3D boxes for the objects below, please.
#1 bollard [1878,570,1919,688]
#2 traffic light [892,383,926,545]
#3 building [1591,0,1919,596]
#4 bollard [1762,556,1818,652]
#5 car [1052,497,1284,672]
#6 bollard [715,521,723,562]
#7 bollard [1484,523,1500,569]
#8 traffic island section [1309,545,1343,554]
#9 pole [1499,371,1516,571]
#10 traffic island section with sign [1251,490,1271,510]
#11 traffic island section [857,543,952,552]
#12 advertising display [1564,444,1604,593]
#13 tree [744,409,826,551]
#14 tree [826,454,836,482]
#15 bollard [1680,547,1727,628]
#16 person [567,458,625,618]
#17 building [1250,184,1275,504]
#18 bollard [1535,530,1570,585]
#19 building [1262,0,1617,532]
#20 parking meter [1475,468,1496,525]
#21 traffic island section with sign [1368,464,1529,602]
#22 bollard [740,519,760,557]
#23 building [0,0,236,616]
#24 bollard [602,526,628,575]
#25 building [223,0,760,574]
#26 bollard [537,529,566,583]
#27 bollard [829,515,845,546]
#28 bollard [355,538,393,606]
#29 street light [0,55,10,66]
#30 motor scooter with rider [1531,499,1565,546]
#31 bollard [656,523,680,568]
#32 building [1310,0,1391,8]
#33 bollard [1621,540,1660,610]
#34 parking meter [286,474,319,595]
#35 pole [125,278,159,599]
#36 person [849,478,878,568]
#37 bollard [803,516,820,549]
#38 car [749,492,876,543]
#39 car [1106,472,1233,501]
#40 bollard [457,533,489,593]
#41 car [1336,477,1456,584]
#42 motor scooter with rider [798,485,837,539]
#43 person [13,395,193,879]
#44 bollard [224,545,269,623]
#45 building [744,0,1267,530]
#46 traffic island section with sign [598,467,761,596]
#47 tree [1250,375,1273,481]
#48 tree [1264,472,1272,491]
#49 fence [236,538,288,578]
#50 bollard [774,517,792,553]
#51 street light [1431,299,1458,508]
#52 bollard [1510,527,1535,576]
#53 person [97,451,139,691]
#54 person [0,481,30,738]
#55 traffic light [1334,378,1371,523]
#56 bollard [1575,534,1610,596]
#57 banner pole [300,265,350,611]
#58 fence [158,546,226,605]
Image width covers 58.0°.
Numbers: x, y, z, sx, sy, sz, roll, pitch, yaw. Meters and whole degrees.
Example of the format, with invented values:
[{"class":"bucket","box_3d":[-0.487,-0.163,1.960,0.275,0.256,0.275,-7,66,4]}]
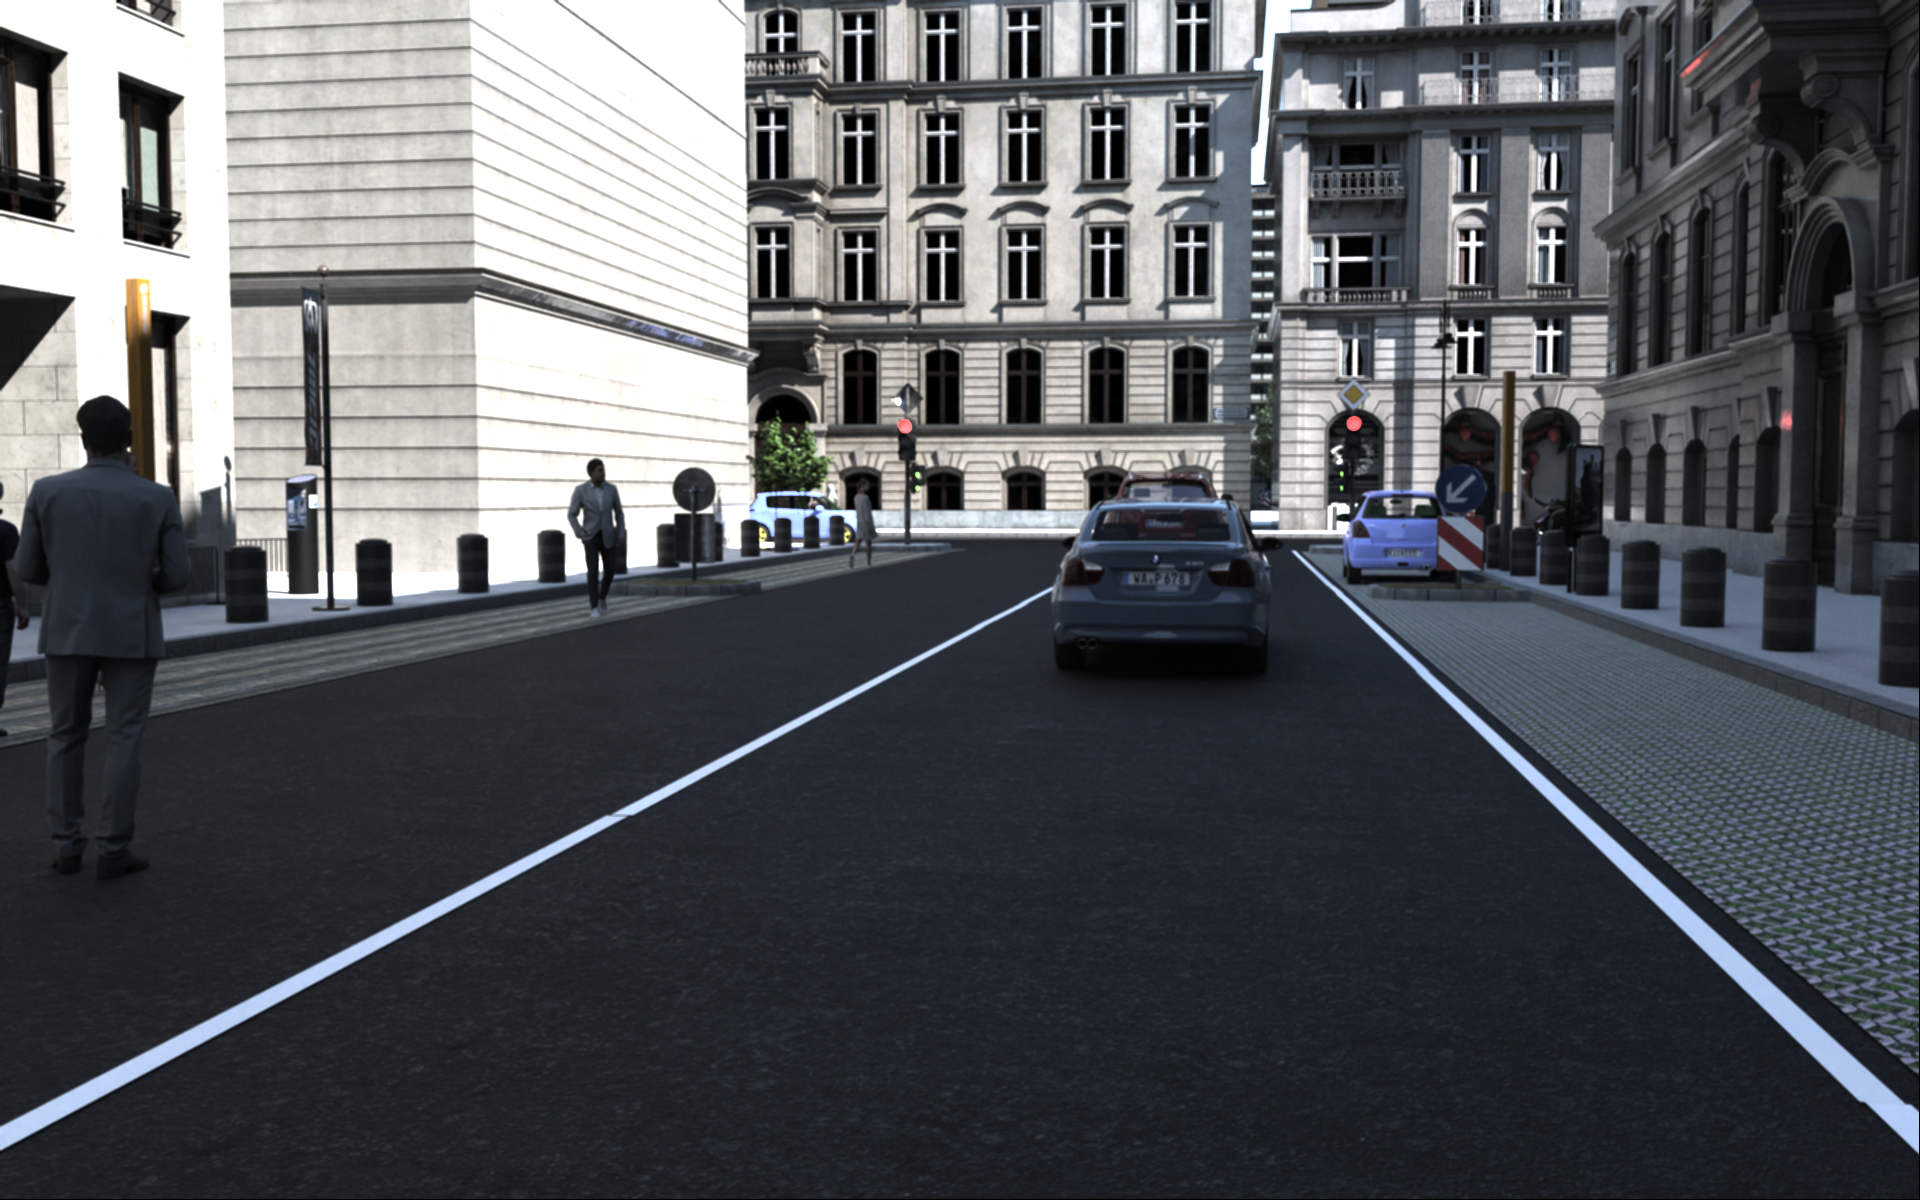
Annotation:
[{"class":"bollard","box_3d":[6.403,0.189,11.632,0.404,0.777,0.398,0,3,0]},{"class":"traffic light","box_3d":[-1.311,-3.354,43.759,0.839,4.253,0.868,1,4,9]},{"class":"building","box_3d":[17.294,-12.409,21.968,14.460,24.649,34.723,1,4,9]},{"class":"bollard","box_3d":[6.813,0.030,14.224,0.404,0.777,0.398,0,3,0]},{"class":"car","box_3d":[1.855,-0.206,15.378,2.014,1.417,4.499,1,4,10]},{"class":"bollard","box_3d":[-4.715,-1.117,32.977,0.404,0.777,0.398,0,3,0]},{"class":"bollard","box_3d":[9.259,-0.922,29.785,0.404,0.777,0.398,0,3,0]},{"class":"traffic island section","box_3d":[9.558,-1.217,42.185,2.009,0.180,2.903,1,4,9]},{"class":"pole","box_3d":[9.109,-2.139,28.815,0.158,3.312,0.155,0,3,0]},{"class":"traffic island section with sign","box_3d":[31.574,-10.605,182.023,1.989,1.847,2.006,1,4,9]},{"class":"traffic island section","box_3d":[-1.349,-1.322,43.900,2.009,0.180,2.903,1,4,9]},{"class":"advertising display","box_3d":[8.203,-1.074,22.769,0.123,1.923,0.974,3,5,42]},{"class":"tree","box_3d":[-4.185,-2.738,39.363,1.663,3.219,1.824,0,3,0]},{"class":"tree","box_3d":[-3.957,-3.098,45.249,1.663,3.219,1.824,0,3,0]},{"class":"bollard","box_3d":[7.217,-0.129,16.819,0.404,0.777,0.398,0,3,0]},{"class":"person","box_3d":[-4.245,-0.724,20.190,0.661,1.843,0.795,-2,4,-24]},{"class":"building","box_3d":[40.131,-32.890,221.353,14.086,41.232,14.154,1,4,9]},{"class":"bollard","box_3d":[8.441,-0.604,24.587,0.404,0.777,0.398,0,3,0]},{"class":"building","box_3d":[23.349,-13.551,63.365,24.055,21.916,13.314,1,4,9]},{"class":"parking meter","box_3d":[11.543,-1.980,38.082,0.399,1.863,0.255,2,4,33]},{"class":"traffic island section with sign","box_3d":[6.695,-0.935,23.914,1.989,1.847,2.006,1,4,9]},{"class":"bollard","box_3d":[-4.306,-1.275,35.565,0.404,0.777,0.398,0,3,0]},{"class":"building","box_3d":[-15.118,-9.664,12.751,10.420,20.320,16.860,1,4,9]},{"class":"bollard","box_3d":[-5.536,-0.798,27.770,0.404,0.777,0.398,0,3,0]},{"class":"building","box_3d":[-27.677,-16.003,38.070,44.131,29.872,17.030,1,4,9]},{"class":"bollard","box_3d":[-5.939,-0.640,25.183,0.404,0.777,0.398,0,3,0]},{"class":"bollard","box_3d":[-3.080,-1.750,43.336,0.404,0.777,0.398,0,3,0]},{"class":"bollard","box_3d":[-6.759,-0.322,19.987,0.404,0.777,0.398,0,3,0]},{"class":"street light","box_3d":[-8.083,-2.488,13.465,0.468,5.910,1.993,1,4,9]},{"class":"motor scooter with rider","box_3d":[16.283,-2.316,46.836,1.986,1.779,0.876,0,4,7]},{"class":"bollard","box_3d":[-5.123,-0.958,30.379,0.404,0.777,0.398,0,3,0]},{"class":"building","box_3d":[36.283,-30.258,144.835,14.600,45.320,14.200,1,4,9]},{"class":"bollard","box_3d":[7.626,-0.287,19.409,0.404,0.777,0.398,0,3,0]},{"class":"parking meter","box_3d":[-8.412,-0.841,22.161,0.372,1.533,0.369,0,3,0]},{"class":"pole","box_3d":[-7.791,-1.386,16.507,0.158,3.312,0.155,0,3,0]},{"class":"person","box_3d":[-1.856,-1.464,33.191,0.466,1.731,0.760,1,4,23]},{"class":"bollard","box_3d":[-3.495,-1.592,40.745,0.404,0.777,0.398,0,3,0]},{"class":"car","box_3d":[-4.205,-2.382,48.539,3.694,1.707,1.945,0,4,8]},{"class":"car","box_3d":[3.680,-1.342,30.609,2.281,1.827,5.304,1,4,9]},{"class":"bollard","box_3d":[-6.348,-0.480,22.573,0.404,0.777,0.398,0,3,0]},{"class":"car","box_3d":[7.200,-1.159,28.536,1.945,1.707,3.694,1,4,11]},{"class":"motor scooter with rider","box_3d":[-4.373,-2.837,55.347,1.986,1.779,0.876,1,4,11]},{"class":"person","box_3d":[-3.258,0.127,6.624,0.606,1.804,0.583,-2,4,-23]},{"class":"bollard","box_3d":[-7.164,-0.164,17.392,0.404,0.777,0.398,0,3,0]},{"class":"building","box_3d":[-5.613,-15.242,68.285,34.723,24.649,14.460,1,4,9]},{"class":"traffic island section with sign","box_3d":[-3.973,-1.006,25.069,1.989,1.847,2.006,1,4,9]},{"class":"tree","box_3d":[26.330,-13.182,132.535,9.611,12.733,9.660,0,3,0]},{"class":"tree","box_3d":[35.622,-12.842,193.673,4.285,4.588,4.351,0,3,0]},{"class":"fence","box_3d":[-9.600,-0.459,22.882,0.278,0.683,2.069,3,5,42]},{"class":"bollard","box_3d":[-3.902,-1.433,38.152,0.404,0.777,0.398,0,3,0]},{"class":"street light","box_3d":[11.498,-4.187,41.239,0.468,5.910,1.993,1,4,9]},{"class":"bollard","box_3d":[8.853,-0.763,27.199,0.404,0.777,0.398,0,3,0]},{"class":"person","box_3d":[-6.011,-0.211,12.499,0.519,1.759,0.362,2,4,33]},{"class":"person","box_3d":[-5.713,0.045,9.973,0.569,1.553,0.471,3,4,36]},{"class":"traffic light","box_3d":[9.520,-3.251,42.077,0.839,4.253,0.868,1,4,9]},{"class":"bollard","box_3d":[8.035,-0.445,21.995,0.404,0.777,0.398,0,3,0]},{"class":"banner pole","box_3d":[-6.970,-1.763,18.837,0.401,3.779,0.863,0,4,1]},{"class":"fence","box_3d":[-8.600,-0.228,19.106,0.278,0.683,2.069,0,4,-1]}]
